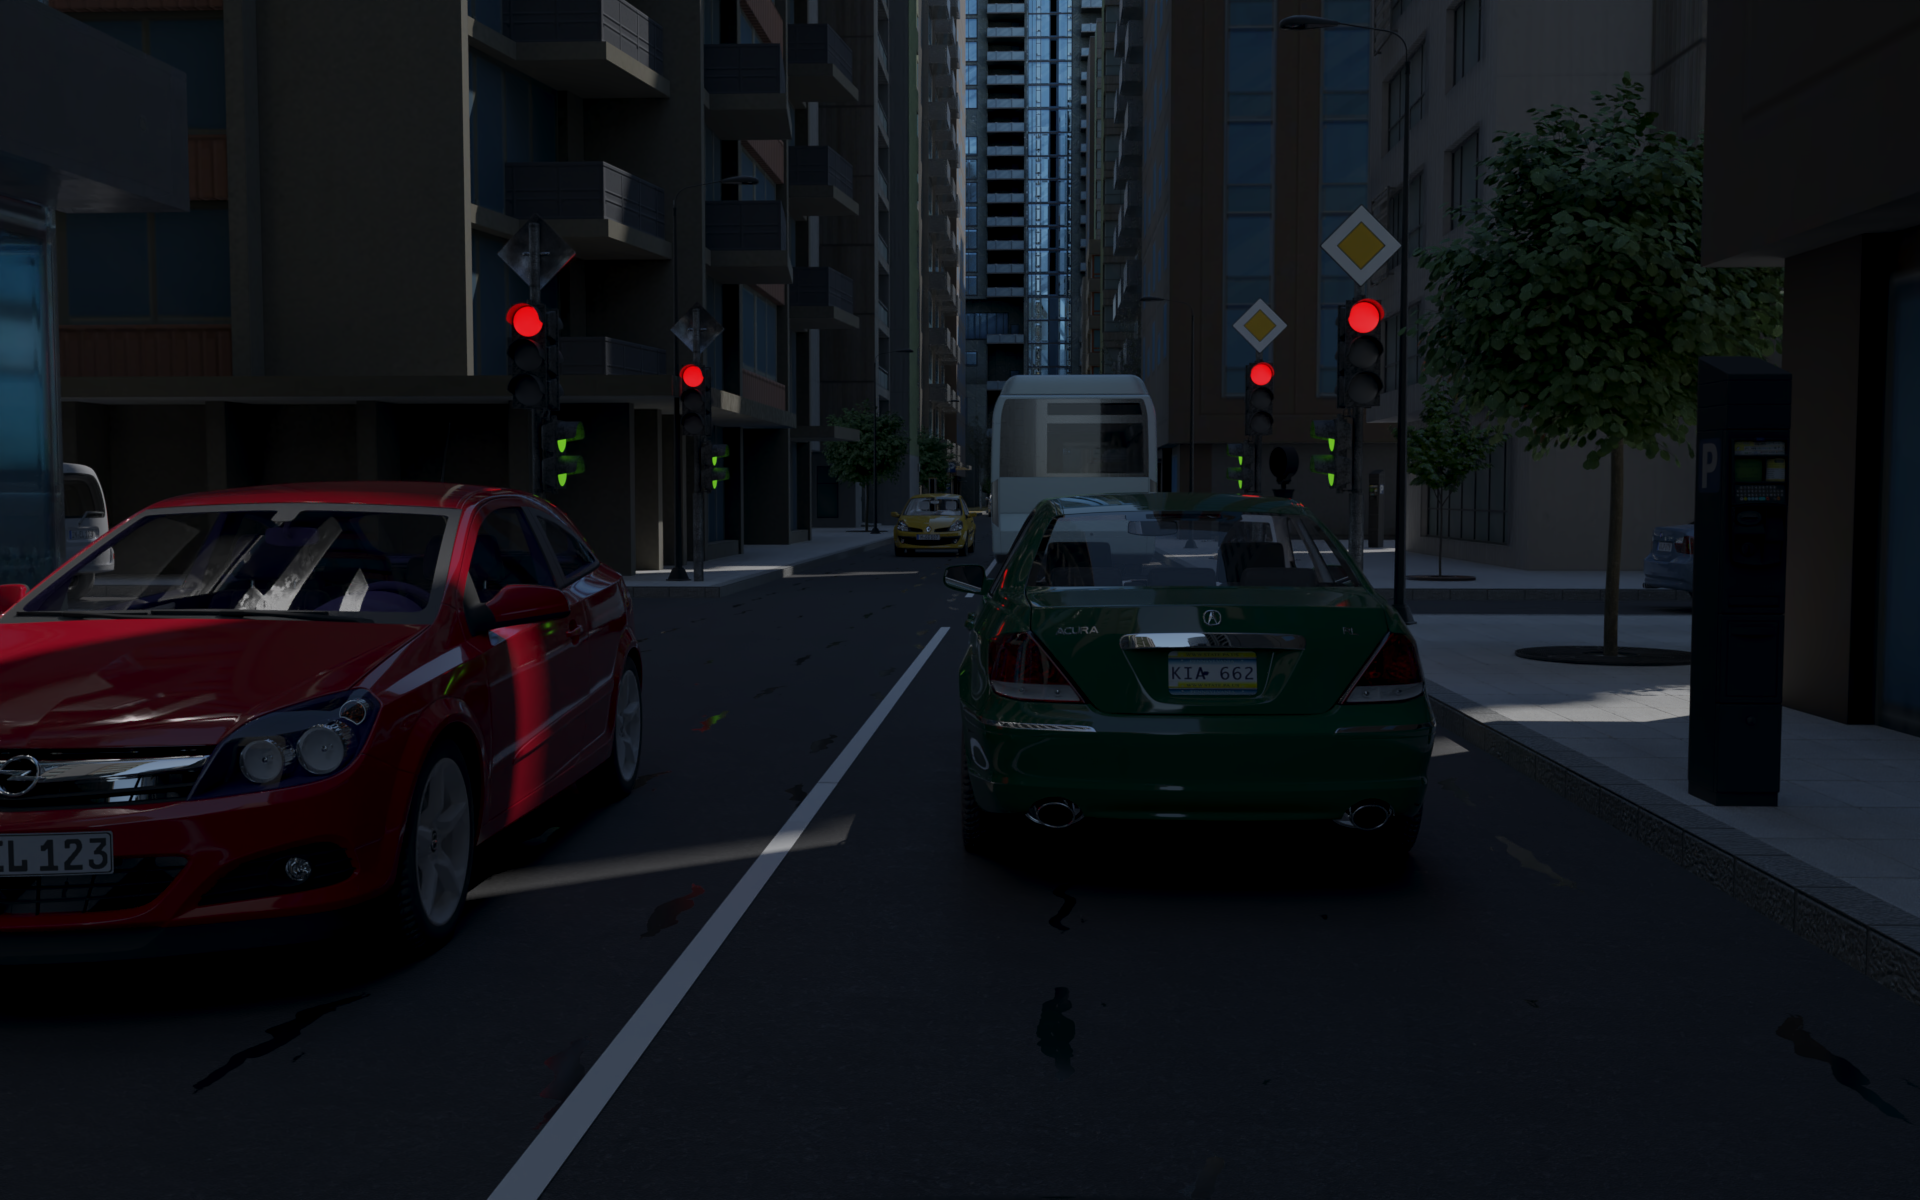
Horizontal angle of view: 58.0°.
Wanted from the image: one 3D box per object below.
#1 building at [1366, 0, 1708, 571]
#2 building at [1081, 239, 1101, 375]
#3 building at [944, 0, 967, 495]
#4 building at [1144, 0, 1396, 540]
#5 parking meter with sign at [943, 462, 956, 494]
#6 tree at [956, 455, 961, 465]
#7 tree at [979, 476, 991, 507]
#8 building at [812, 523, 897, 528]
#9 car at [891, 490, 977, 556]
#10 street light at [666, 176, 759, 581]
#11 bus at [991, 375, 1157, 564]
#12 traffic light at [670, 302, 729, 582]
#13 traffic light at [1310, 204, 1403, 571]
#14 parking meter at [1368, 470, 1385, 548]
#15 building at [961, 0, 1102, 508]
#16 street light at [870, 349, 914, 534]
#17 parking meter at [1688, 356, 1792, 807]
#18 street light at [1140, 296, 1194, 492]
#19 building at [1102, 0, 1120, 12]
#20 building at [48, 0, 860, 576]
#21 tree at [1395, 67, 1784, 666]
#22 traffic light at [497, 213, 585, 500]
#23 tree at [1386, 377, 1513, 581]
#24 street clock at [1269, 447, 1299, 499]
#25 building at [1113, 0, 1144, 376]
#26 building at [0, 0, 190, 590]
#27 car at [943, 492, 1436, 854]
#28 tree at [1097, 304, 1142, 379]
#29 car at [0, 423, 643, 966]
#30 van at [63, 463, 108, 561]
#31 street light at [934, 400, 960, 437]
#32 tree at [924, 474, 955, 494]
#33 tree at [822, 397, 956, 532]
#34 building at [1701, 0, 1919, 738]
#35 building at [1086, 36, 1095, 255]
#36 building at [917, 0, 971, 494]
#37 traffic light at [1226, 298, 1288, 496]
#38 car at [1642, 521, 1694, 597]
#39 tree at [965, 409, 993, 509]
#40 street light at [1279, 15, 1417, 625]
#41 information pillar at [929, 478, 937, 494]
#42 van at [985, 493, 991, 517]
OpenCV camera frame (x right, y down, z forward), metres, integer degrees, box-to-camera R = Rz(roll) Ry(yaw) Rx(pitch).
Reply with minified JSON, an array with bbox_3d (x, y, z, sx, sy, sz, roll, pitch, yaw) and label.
[{"bbox_3d":[15.643,-21.227,30.648,14.086,41.232,14.154,0,4,3],"label":"building"},{"bbox_3d":[23.281,-17.523,131.533,27.650,21.520,28.899,0,4,3],"label":"building"},{"bbox_3d":[-6.788,-29.890,138.805,14.600,45.320,14.200,0,4,3],"label":"building"},{"bbox_3d":[13.039,-24.682,53.668,14.600,45.320,14.200,0,4,3],"label":"building"},{"bbox_3d":[-0.724,-6.101,96.010,0.543,3.016,1.738,-1,4,-15],"label":"parking meter with sign"},{"bbox_3d":[-1.676,-5.978,81.450,4.285,4.588,4.351,0,3,0],"label":"tree"},{"bbox_3d":[3.218,-10.950,173.638,1.663,3.219,1.824,0,3,0],"label":"tree"},{"bbox_3d":[-9.143,-23.515,68.059,14.154,41.232,14.086,0,4,3],"label":"building"},{"bbox_3d":[-0.574,-1.889,41.102,2.015,1.641,3.980,0,4,4],"label":"car"},{"bbox_3d":[-3.632,-3.237,25.460,1.470,5.913,1.316,0,4,3],"label":"street light"},{"bbox_3d":[2.150,-2.354,33.350,2.948,3.499,13.247,0,4,3],"label":"bus"},{"bbox_3d":[-3.823,-2.227,25.340,0.839,4.253,0.868,0,4,3],"label":"traffic light"},{"bbox_3d":[3.878,-1.716,16.976,0.839,4.253,0.868,0,4,3],"label":"traffic light"},{"bbox_3d":[9.950,-2.183,41.402,0.255,1.863,0.399,3,4,37],"label":"parking meter"},{"bbox_3d":[8.262,-53.825,192.715,31.000,86.520,22.319,0,4,3],"label":"building"},{"bbox_3d":[-2.183,-5.078,55.563,1.470,5.913,1.316,0,4,3],"label":"street light"},{"bbox_3d":[3.235,-0.091,7.195,0.255,1.863,0.399,0,4,2],"label":"parking meter"},{"bbox_3d":[4.918,-4.175,40.805,1.470,5.913,1.316,0,4,3],"label":"street light"},{"bbox_3d":[15.915,-26.063,109.719,14.154,41.232,14.086,0,4,3],"label":"building"},{"bbox_3d":[-14.124,-23.493,38.742,22.147,44.769,28.867,0,4,3],"label":"building"},{"bbox_3d":[5.114,-1.814,13.372,4.285,4.588,4.351,0,3,0],"label":"tree"},{"bbox_3d":[-4.223,-1.740,17.365,0.839,4.253,0.868,0,4,3],"label":"traffic light"},{"bbox_3d":[7.128,-1.918,25.962,1.663,3.219,1.824,0,3,0],"label":"tree"},{"bbox_3d":[4.940,-1.339,26.460,0.358,2.002,0.471,-2,4,-25],"label":"street clock"},{"bbox_3d":[18.898,-28.377,83.571,23.786,49.044,30.456,0,4,3],"label":"building"},{"bbox_3d":[-20.683,-23.521,4.174,30.456,49.044,23.786,0,4,3],"label":"building"},{"bbox_3d":[0.956,0.211,8.346,2.131,1.459,4.920,0,4,2],"label":"car"},{"bbox_3d":[7.176,-7.084,66.184,4.360,8.622,3.978,0,3,0],"label":"tree"},{"bbox_3d":[-2.474,0.140,6.758,2.155,1.783,4.494,0,4,1],"label":"car"},{"bbox_3d":[-13.537,-0.977,22.983,4.112,2.044,2.013,0,4,5],"label":"van"},{"bbox_3d":[-0.723,-6.902,85.390,1.470,5.913,1.316,0,4,3],"label":"street light"},{"bbox_3d":[-1.113,-5.839,90.072,1.663,3.219,1.824,0,3,0],"label":"tree"},{"bbox_3d":[-3.214,-4.593,58.817,4.285,4.588,4.351,0,3,0],"label":"tree"},{"bbox_3d":[11.184,-21.536,2.228,14.600,45.320,14.200,0,4,3],"label":"building"},{"bbox_3d":[19.209,-31.628,167.224,14.600,45.320,14.200,0,4,3],"label":"building"},{"bbox_3d":[-11.477,-30.351,115.851,23.786,49.044,30.456,0,4,3],"label":"building"},{"bbox_3d":[4.278,-2.204,24.951,0.839,4.253,0.868,0,4,3],"label":"traffic light"},{"bbox_3d":[10.747,-0.555,21.072,4.499,1.417,2.014,0,4,4],"label":"car"},{"bbox_3d":[2.067,-12.286,151.235,4.360,8.622,3.978,0,3,0],"label":"tree"},{"bbox_3d":[3.800,-2.717,16.967,1.470,5.913,1.316,0,4,3],"label":"street light"},{"bbox_3d":[-1.227,-4.519,78.385,0.304,2.012,0.304,1,4,11],"label":"information pillar"},{"bbox_3d":[2.636,-6.302,110.044,2.013,2.044,4.112,0,4,2],"label":"van"}]
